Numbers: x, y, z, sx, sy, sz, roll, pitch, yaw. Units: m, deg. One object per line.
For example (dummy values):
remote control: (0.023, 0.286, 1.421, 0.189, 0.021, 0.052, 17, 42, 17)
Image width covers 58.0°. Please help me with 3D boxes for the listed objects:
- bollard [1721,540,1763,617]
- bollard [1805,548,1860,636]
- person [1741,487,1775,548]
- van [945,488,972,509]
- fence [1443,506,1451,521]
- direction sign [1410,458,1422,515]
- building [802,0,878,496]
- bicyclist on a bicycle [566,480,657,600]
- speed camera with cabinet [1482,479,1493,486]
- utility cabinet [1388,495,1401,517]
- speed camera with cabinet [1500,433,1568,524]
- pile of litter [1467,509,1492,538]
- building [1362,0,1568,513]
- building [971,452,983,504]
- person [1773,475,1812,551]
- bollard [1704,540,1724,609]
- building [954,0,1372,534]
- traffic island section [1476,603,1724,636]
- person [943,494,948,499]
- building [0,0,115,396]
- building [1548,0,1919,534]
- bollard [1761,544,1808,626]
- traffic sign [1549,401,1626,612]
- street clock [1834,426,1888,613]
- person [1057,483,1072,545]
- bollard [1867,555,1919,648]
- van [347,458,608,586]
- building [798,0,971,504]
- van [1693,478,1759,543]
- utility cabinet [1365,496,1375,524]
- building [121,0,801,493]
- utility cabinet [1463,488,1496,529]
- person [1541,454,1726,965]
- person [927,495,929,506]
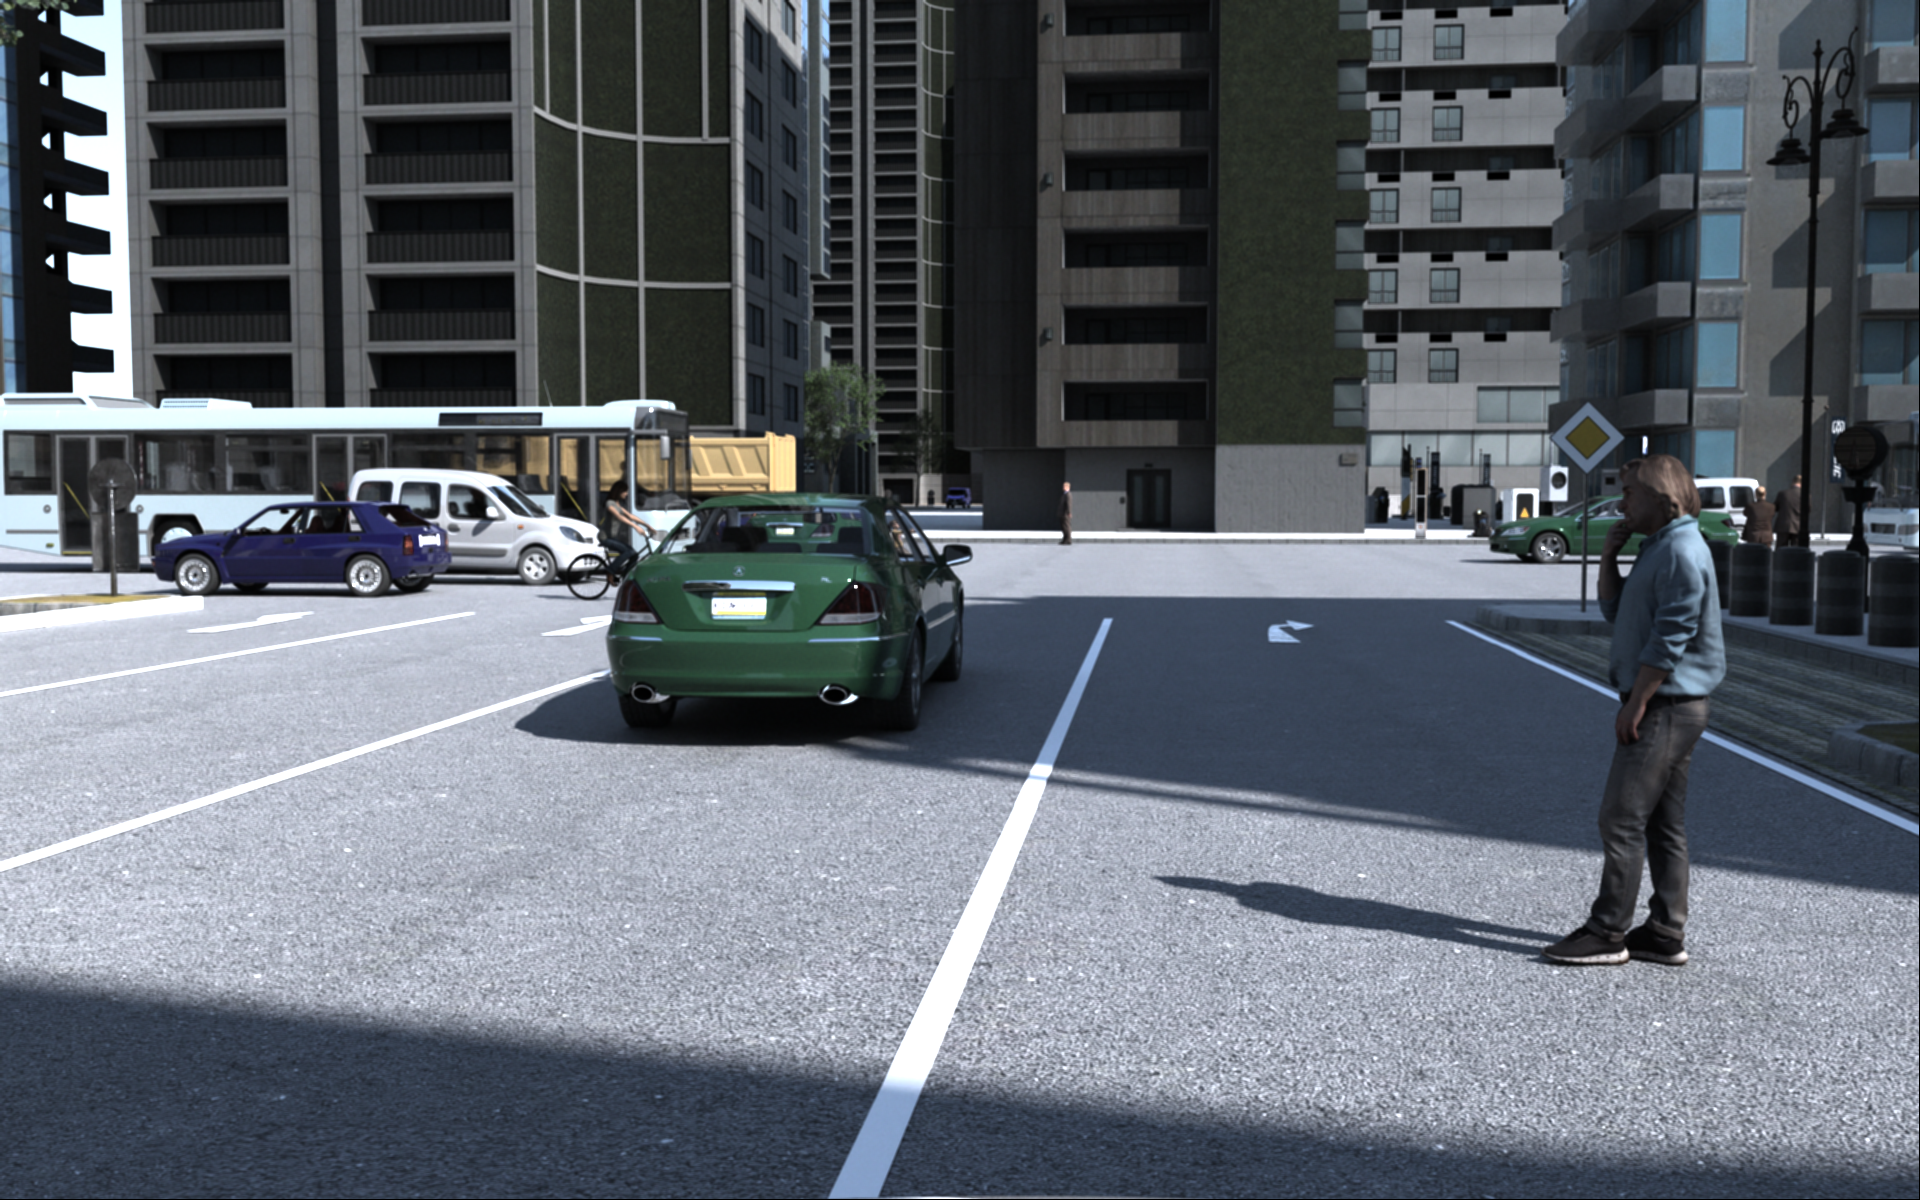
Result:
bollard: (8.337, -0.217, 18.265, 0.404, 0.777, 0.398, 0, 3, 0)
bollard: (8.053, -0.069, 15.845, 0.404, 0.777, 0.398, 0, 3, 0)
person: (12.299, -0.976, 26.722, 0.482, 1.546, 0.388, 1, 4, 12)
van: (-0.140, -10.211, 171.335, 2.240, 2.365, 5.245, 0, 4, 8)
fence: (23.749, -4.227, 84.489, 0.278, 0.683, 2.069, 0, 4, 6)
direction sign: (28.247, -7.081, 107.763, 0.876, 3.537, 0.379, 1, 4, 11)
building: (-25.120, -52.197, 166.093, 31.000, 86.520, 22.319, 0, 4, 7)
bicyclist on a bicycle: (-4.516, -0.811, 23.286, 1.625, 1.676, 1.499, 0, 4, 5)
speed camera with cabinet: (32.950, -6.819, 105.831, 2.038, 3.252, 0.660, 1, 4, 18)
utility cabinet: (24.499, -5.275, 97.411, 1.020, 1.237, 0.306, -1, 4, -11)
speed camera with cabinet: (18.584, -3.767, 55.924, 2.038, 3.252, 0.660, -1, 4, -16)
pile of litter: (15.645, -2.282, 51.273, 1.176, 0.858, 1.719, 1, 4, 9)
building: (39.876, -32.868, 126.636, 28.713, 52.752, 27.495, 0, 4, 7)
building: (15.819, -41.690, 223.623, 28.212, 58.520, 21.231, 0, 4, 7)
person: (13.778, -1.196, 28.738, 0.565, 1.739, 0.600, 0, 4, -3)
bollard: (8.477, -0.291, 19.481, 0.404, 0.777, 0.398, 0, 3, 0)
building: (7.100, -17.808, 62.862, 14.107, 30.474, 14.160, 0, 4, 7)
traffic island section: (6.791, 0.212, 18.821, 2.009, 0.180, 2.903, 0, 4, 7)
person: (-1.037, -10.186, 175.051, 1.348, 1.824, 0.705, -1, 4, -11)
building: (-43.948, -25.490, 66.873, 14.200, 45.320, 14.600, 0, 4, 7)
building: (37.702, -27.134, 63.250, 30.456, 49.044, 23.786, 0, 4, 7)
bollard: (8.197, -0.143, 17.056, 0.404, 0.777, 0.398, 0, 3, 0)
traffic sign: (6.767, -0.924, 18.747, 0.795, 2.450, 0.064, 0, 4, 7)
street clock: (9.677, -0.861, 18.655, 0.358, 2.002, 0.471, -2, 4, -34)
person: (2.960, -2.446, 49.037, 0.434, 1.755, 0.990, -1, 4, -8)
bollard: (7.908, 0.004, 14.645, 0.404, 0.777, 0.398, 0, 3, 0)
van: (-7.781, -1.282, 27.968, 4.112, 2.044, 2.013, 1, 4, 8)
building: (-8.391, -48.203, 226.371, 20.611, 71.187, 20.563, 0, 4, 7)
van: (18.678, -2.335, 45.190, 4.112, 2.044, 2.013, 0, 4, 7)
utility cabinet: (17.809, -3.949, 75.730, 0.306, 1.237, 1.020, 0, 4, -8)
building: (-18.316, -38.427, 66.526, 20.611, 71.187, 20.563, 0, 4, 7)
utility cabinet: (18.650, -3.272, 62.170, 0.318, 1.500, 1.173, -3, 4, -38)
person: (2.091, 0.333, 5.264, 0.499, 1.552, 0.429, -3, 5, -43)
person: (-3.471, -11.047, 192.379, 0.557, 1.426, 1.065, -1, 4, -14)
